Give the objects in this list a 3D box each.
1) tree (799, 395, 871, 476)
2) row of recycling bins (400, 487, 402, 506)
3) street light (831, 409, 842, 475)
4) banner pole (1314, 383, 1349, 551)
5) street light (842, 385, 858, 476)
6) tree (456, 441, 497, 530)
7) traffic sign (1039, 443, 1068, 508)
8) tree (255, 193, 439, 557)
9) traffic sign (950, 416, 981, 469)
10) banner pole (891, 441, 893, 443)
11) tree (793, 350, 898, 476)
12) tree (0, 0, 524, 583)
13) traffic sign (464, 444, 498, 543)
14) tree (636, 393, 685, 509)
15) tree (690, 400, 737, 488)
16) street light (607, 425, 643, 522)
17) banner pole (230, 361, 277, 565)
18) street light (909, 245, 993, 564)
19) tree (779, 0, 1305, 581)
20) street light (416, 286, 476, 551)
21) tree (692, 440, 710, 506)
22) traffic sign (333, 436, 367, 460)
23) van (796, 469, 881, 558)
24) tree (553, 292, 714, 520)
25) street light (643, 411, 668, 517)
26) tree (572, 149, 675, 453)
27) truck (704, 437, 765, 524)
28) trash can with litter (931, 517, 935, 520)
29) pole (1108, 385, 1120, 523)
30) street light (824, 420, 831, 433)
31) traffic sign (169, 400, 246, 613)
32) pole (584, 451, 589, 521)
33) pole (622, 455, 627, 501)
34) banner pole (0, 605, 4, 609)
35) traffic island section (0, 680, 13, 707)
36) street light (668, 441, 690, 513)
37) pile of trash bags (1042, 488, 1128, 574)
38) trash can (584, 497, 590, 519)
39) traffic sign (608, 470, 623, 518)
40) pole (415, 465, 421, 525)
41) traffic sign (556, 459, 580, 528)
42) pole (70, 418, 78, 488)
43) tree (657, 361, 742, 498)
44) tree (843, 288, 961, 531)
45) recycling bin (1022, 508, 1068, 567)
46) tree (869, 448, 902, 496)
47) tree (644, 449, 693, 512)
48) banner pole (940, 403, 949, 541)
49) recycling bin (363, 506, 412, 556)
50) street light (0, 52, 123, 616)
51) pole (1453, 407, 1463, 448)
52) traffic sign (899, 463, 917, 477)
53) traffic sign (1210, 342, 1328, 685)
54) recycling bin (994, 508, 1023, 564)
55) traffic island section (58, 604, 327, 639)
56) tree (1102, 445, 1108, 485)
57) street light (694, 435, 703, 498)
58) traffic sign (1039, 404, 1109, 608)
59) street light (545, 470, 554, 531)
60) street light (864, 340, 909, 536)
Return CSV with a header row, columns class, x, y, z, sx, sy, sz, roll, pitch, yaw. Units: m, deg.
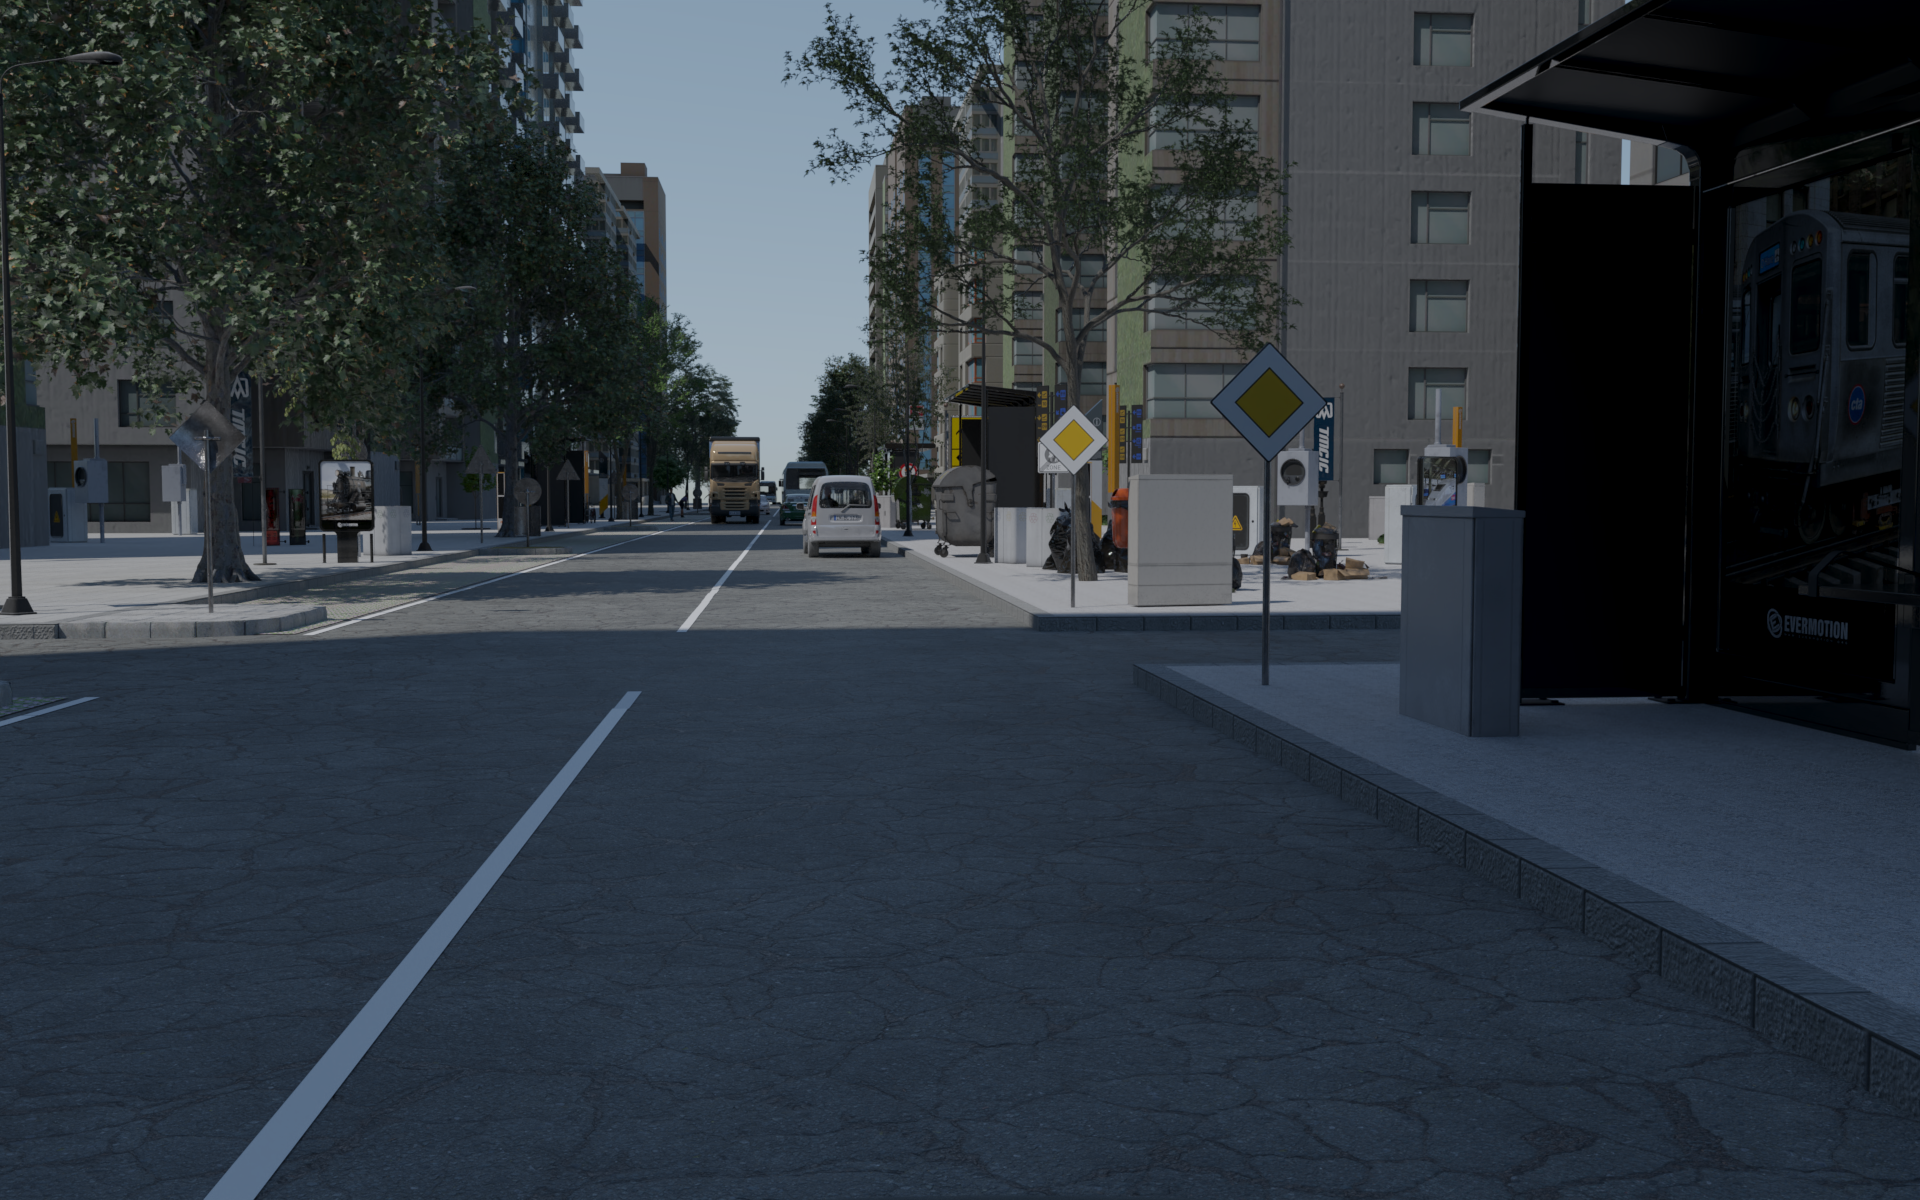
class,x,y,z,sx,sy,sz,roll,pitch,yaw
tree,-11.447,-15.090,164.848,7.486,12.596,7.792,0,3,0
row of recycling bins,-24.797,-4.174,75.355,1.069,1.692,3.534,-1,4,-15
street light,-6.122,-7.445,94.261,1.470,5.913,1.316,0,4,-6
banner pole,8.428,-3.019,39.378,0.863,3.779,0.401,1,4,22
street light,-4.170,-6.190,73.743,1.470,5.913,1.316,0,4,-6
tree,-17.589,-4.155,62.532,1.663,3.219,1.824,0,3,0
traffic sign,1.846,-1.964,34.236,0.606,2.300,0.079,0,4,1
tree,-12.513,-5.174,34.956,4.737,8.622,4.395,0,3,0
traffic sign,0.879,-3.122,44.920,2.265,3.308,0.079,0,4,3
banner pole,-3.377,-5.583,81.293,0.863,3.779,0.401,2,4,31
tree,-8.793,-13.535,138.308,9.611,12.733,9.660,0,3,0
tree,-10.809,-6.601,24.939,9.611,12.733,9.660,0,3,0
traffic sign,-12.465,-2.757,45.079,0.884,2.594,0.081,0,4,4
tree,-23.773,-13.184,149.970,8.767,10.594,7.601,-1,4,-19
tree,-29.717,-17.690,207.351,7.486,12.596,7.792,0,3,0
street light,-15.610,-6.578,80.085,1.470,5.913,1.316,0,4,-6
banner pole,-12.760,-2.512,31.081,0.863,3.779,0.401,-3,4,-36
street light,-0.106,-3.623,31.781,1.470,5.913,1.316,0,4,-6
tree,1.581,-5.566,25.424,7.601,10.594,8.767,1,4,23
street light,-11.500,-4.054,38.821,1.470,5.913,1.316,0,4,-6
tree,-26.762,-14.271,183.698,4.360,8.622,3.978,0,3,0
traffic sign,-13.360,-2.314,37.941,0.768,2.556,0.104,0,4,2
van,-2.795,-2.046,40.471,2.013,2.044,4.112,0,4,-7
tree,-16.968,-9.839,86.617,9.928,11.665,9.643,0,3,0
street light,-17.014,-7.505,95.251,1.470,5.913,1.316,0,4,-6
tree,-13.280,-8.218,51.379,9.611,12.733,9.660,0,3,0
truck,-11.270,-5.992,86.876,2.839,4.237,11.283,0,4,-7
trash can with litter,-1.912,-4.591,86.125,2.233,1.210,1.678,2,4,34
pole,2.879,-2.360,32.432,0.158,3.312,0.155,0,3,0
street light,-7.617,-8.298,108.208,1.470,5.913,1.316,0,4,-6
traffic sign,-8.079,-0.917,18.627,0.795,2.450,0.064,0,4,-6
pole,-17.596,-5.370,81.644,0.158,3.312,0.155,0,3,0
pole,-17.667,-5.954,91.195,0.158,3.312,0.155,0,3,0
banner pole,-10.754,-1.779,19.096,0.401,3.779,0.863,-3,4,-38
traffic island section,-7.327,0.706,10.739,2.009,0.180,2.903,0,4,-6
street light,-19.035,-8.774,116.000,1.470,5.913,1.316,0,4,-6
pile of trash bags,2.455,-1.129,28.209,1.912,1.369,3.447,0,4,-5
trash can,-18.446,-4.473,84.794,0.748,1.137,0.748,0,3,0
traffic sign,-18.362,-5.628,92.017,0.884,2.594,0.081,0,4,2
pole,-22.194,-4.712,70.883,0.158,3.312,0.155,0,3,0
traffic sign,-14.680,-3.966,64.843,0.884,2.594,0.081,0,4,1
pole,-23.841,-3.231,46.666,0.158,3.312,0.155,0,3,0
tree,-25.415,-15.961,167.612,9.857,13.997,8.962,0,3,0
tree,-1.777,-6.623,58.641,4.360,8.622,3.978,0,3,0
recycling bin,1.647,-1.098,30.507,0.722,1.027,0.722,3,4,36
tree,-3.173,-4.546,68.928,1.663,3.219,1.824,0,3,0
tree,-21.307,-8.720,126.278,4.285,4.588,4.351,0,3,0
banner pole,-0.357,-3.509,47.384,0.401,3.779,0.863,0,4,-7
recycling bin,-12.017,-1.455,36.339,0.722,1.027,0.722,2,4,27
street light,-9.498,-2.799,18.307,1.470,5.913,1.316,0,4,-6
pole,11.642,-2.860,40.599,0.158,3.312,0.155,0,3,0
traffic sign,-2.098,-4.304,70.474,0.768,2.556,0.104,0,4,4
traffic sign,2.048,-0.485,11.567,0.795,2.450,0.064,0,4,-6
recycling bin,1.112,-1.198,32.143,0.722,1.027,0.722,-2,4,-31
traffic island section,-8.101,0.220,18.687,2.009,0.180,2.903,0,4,-6
tree,7.854,-5.810,78.713,4.285,4.588,4.351,0,3,0
street light,-20.988,-10.061,137.036,1.470,5.913,1.316,0,4,-6
traffic sign,1.273,-0.971,19.515,0.795,2.450,0.064,0,4,-6
street light,-13.574,-5.313,59.413,1.470,5.913,1.316,0,4,-6
street light,-2.113,-4.878,52.294,1.470,5.913,1.316,0,4,-6
